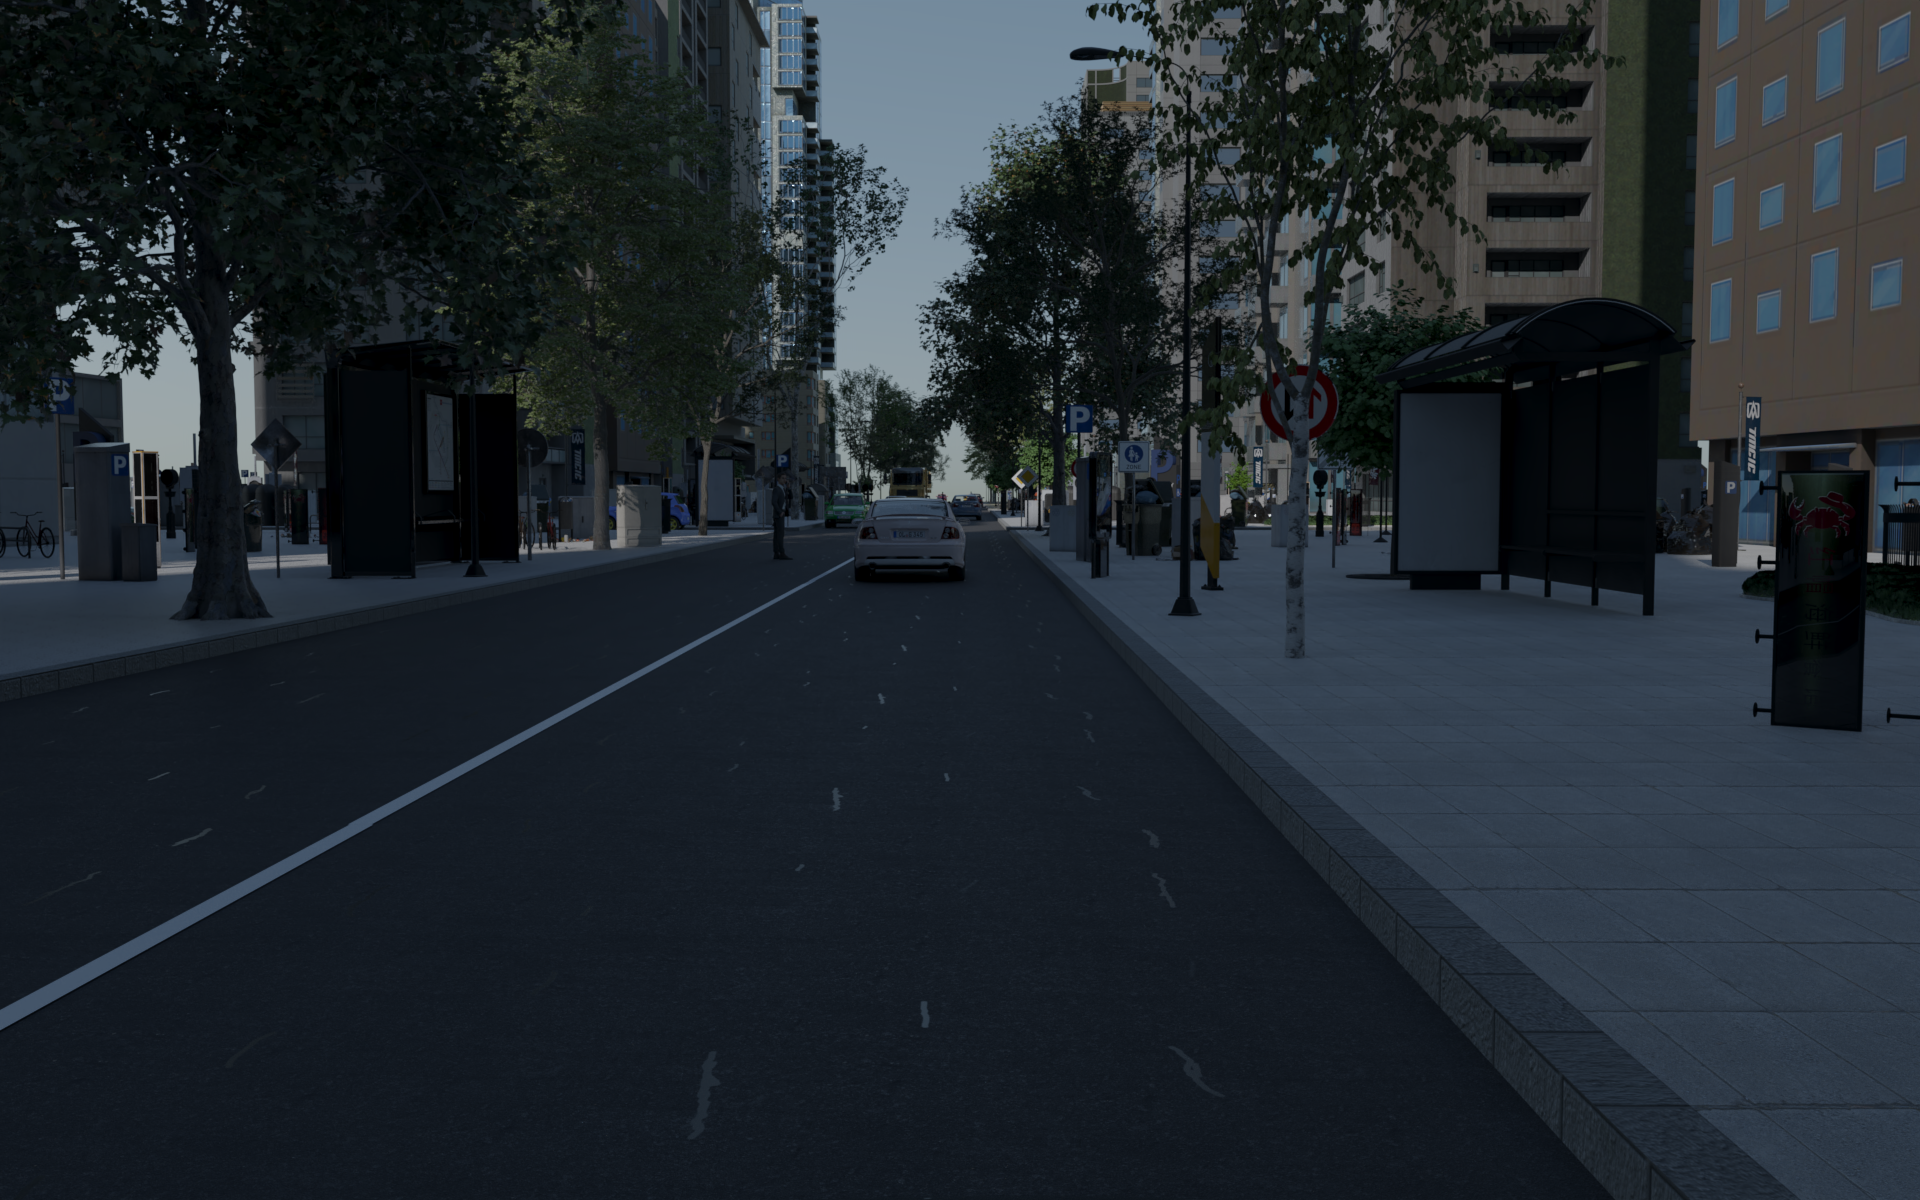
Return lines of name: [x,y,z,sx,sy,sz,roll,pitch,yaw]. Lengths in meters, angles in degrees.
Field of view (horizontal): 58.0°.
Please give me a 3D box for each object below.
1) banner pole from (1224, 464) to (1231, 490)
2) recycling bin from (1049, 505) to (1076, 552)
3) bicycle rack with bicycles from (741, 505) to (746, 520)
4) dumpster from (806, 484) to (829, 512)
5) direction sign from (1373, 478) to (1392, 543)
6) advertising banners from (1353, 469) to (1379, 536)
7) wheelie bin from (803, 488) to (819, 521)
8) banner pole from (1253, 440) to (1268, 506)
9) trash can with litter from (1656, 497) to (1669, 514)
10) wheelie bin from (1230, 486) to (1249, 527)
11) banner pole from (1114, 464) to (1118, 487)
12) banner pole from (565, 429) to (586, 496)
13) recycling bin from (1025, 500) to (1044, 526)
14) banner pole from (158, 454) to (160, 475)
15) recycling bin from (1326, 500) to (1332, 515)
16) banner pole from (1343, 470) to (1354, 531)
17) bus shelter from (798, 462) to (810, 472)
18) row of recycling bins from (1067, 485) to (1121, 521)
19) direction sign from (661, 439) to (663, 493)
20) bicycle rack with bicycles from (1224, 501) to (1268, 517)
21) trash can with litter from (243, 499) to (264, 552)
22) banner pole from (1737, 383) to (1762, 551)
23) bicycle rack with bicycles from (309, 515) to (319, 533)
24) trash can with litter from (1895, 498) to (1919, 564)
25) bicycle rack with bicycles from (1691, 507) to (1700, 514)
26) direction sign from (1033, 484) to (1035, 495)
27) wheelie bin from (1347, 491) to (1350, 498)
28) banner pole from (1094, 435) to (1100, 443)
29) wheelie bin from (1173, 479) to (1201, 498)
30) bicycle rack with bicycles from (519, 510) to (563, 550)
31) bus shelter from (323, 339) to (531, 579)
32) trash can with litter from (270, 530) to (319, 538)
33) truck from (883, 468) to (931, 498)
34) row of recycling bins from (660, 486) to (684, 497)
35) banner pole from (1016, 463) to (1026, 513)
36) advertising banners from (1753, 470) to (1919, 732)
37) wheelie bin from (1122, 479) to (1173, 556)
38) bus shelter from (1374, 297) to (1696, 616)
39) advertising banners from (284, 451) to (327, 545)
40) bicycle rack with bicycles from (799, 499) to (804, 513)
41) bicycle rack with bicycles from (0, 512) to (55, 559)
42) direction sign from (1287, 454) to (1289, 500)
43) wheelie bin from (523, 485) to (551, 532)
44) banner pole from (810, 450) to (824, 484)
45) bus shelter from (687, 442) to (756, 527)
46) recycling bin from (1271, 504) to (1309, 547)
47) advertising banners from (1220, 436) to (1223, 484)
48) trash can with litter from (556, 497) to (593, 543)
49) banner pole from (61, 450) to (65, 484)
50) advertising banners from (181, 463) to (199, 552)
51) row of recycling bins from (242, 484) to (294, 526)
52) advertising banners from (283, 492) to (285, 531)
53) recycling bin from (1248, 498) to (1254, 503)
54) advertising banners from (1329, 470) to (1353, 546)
banner pole: [22.052,-9.324,142.466,0.401,3.779,0.863,-3,4,-38]
recycling bin: [2.459,-1.610,38.880,0.722,1.027,0.722,2,4,24]
bicycle rack with bicycles: [-10.027,-4.335,84.267,2.852,0.926,2.925,0,4,5]
dumpster: [-7.982,-5.562,96.692,1.264,1.857,1.865,0,4,0]
direction sign: [11.166,-3.295,45.870,0.876,3.537,0.379,-3,4,-38]
advertising banners: [12.118,-3.477,53.035,0.090,3.025,2.074,-2,4,-34]
wheelie bin: [-7.252,-4.660,84.102,0.693,1.594,0.980,1,4,8]
banner pole: [13.928,-5.505,80.027,0.863,3.779,0.401,1,4,23]
trash can with litter: [23.901,-2.904,58.871,0.624,1.170,1.055,0,4,4]
wheelie bin: [10.876,-3.645,67.496,0.693,1.594,0.980,1,4,18]
banner pole: [12.298,-8.981,136.863,0.401,3.779,0.863,2,4,29]
banner pole: [-13.035,-4.183,58.412,0.863,3.779,0.401,-1,4,-11]
recycling bin: [2.988,-3.467,69.241,0.722,1.027,0.722,0,4,7]
banner pole: [-50.702,-7.286,109.146,0.401,3.779,0.863,3,5,43]
recycling bin: [17.365,-4.140,80.247,0.722,1.027,0.722,0,4,6]
banner pole: [13.459,-4.265,59.744,0.401,3.779,0.863,-1,4,-13]
bus shelter: [-10.388,-6.817,105.374,2.014,3.302,5.546,0,4,1]
row of recycling bins: [6.331,-4.647,83.097,3.534,1.692,1.069,-3,4,-37]
direction sign: [-12.072,-4.783,70.195,0.379,3.537,0.876,-1,4,-15]
bicycle rack with bicycles: [14.135,-4.356,84.608,2.925,0.926,2.852,3,5,40]
trash can with litter: [-15.923,-1.641,38.212,1.055,1.170,0.624,-1,4,-10]
banner pole: [17.771,-3.004,39.129,0.863,3.779,0.401,-1,4,-23]
bicycle rack with bicycles: [-19.874,-2.637,56.503,2.925,0.926,2.852,3,4,38]
trash can with litter: [15.892,-1.090,28.883,1.678,1.210,2.233,1,4,15]
bicycle rack with bicycles: [31.556,-3.495,70.518,2.852,0.926,2.925,-1,4,-21]
direction sign: [4.532,-6.979,106.105,0.876,3.537,0.379,-2,4,-33]
wheelie bin: [24.451,-6.093,107.535,0.693,1.594,0.980,3,5,40]
banner pole: [5.854,-5.050,72.579,0.863,3.779,0.401,1,4,18]
wheelie bin: [5.158,-1.802,37.370,0.693,1.594,0.980,-3,5,-42]
bicycle rack with bicycles: [-10.539,-1.646,40.300,2.852,0.926,2.925,-1,4,-13]
bus shelter: [-8.741,-2.318,29.178,1.731,3.624,6.357,0,4,1]
trash can with litter: [-19.685,-2.484,51.672,1.678,1.210,2.233,-1,4,-21]
truck: [-3.653,-8.117,128.640,3.469,3.379,9.791,0,4,2]
row of recycling bins: [-16.211,-5.103,90.541,3.534,1.692,1.069,0,4,-5]
banner pole: [3.978,-7.627,114.716,0.863,3.779,0.401,0,4,-4]
advertising banners: [5.258,-0.780,8.948,2.074,3.025,0.090,3,4,38]
wheelie bin: [3.807,-1.724,36.090,0.693,1.594,0.980,-2,4,-31]
bus shelter: [6.563,-1.633,20.621,2.014,3.302,5.546,0,4,0]
advertising banners: [-16.060,-2.917,43.877,2.074,3.025,0.090,0,4,7]
bicycle rack with bicycles: [-11.198,-7.781,140.599,2.852,0.926,2.925,2,4,26]
bicycle rack with bicycles: [-19.787,-1.297,34.586,2.925,0.926,2.852,3,5,43]
direction sign: [18.525,-6.477,97.900,0.379,3.537,0.876,1,4,13]
wheelie bin: [-14.190,-3.060,57.938,0.980,1.594,0.693,-3,5,-39]
banner pole: [-8.312,-6.660,98.905,0.863,3.779,0.401,-3,5,-44]
bus shelter: [-9.594,-4.670,70.270,2.014,3.302,5.546,0,4,0]
recycling bin: [8.005,-1.803,42.037,0.722,1.027,0.722,-1,4,-8]
advertising banners: [6.606,-3.033,45.775,0.090,3.025,2.074,2,4,29]
trash can with litter: [-10.305,-2.183,46.754,1.678,1.210,2.233,2,4,27]
banner pole: [-50.859,-6.610,98.094,0.401,3.779,0.863,0,4,1]
advertising banners: [-17.035,-2.611,38.879,0.090,3.025,2.074,0,4,-3]
row of recycling bins: [-28.111,-3.833,69.775,3.534,1.692,1.069,2,4,30]
advertising banners: [-22.291,-3.759,57.655,0.090,3.025,2.074,-2,4,-33]
recycling bin: [19.251,-6.311,115.731,0.722,1.027,0.722,1,4,15]
advertising banners: [9.392,-2.860,42.941,0.090,3.025,2.074,2,4,24]
